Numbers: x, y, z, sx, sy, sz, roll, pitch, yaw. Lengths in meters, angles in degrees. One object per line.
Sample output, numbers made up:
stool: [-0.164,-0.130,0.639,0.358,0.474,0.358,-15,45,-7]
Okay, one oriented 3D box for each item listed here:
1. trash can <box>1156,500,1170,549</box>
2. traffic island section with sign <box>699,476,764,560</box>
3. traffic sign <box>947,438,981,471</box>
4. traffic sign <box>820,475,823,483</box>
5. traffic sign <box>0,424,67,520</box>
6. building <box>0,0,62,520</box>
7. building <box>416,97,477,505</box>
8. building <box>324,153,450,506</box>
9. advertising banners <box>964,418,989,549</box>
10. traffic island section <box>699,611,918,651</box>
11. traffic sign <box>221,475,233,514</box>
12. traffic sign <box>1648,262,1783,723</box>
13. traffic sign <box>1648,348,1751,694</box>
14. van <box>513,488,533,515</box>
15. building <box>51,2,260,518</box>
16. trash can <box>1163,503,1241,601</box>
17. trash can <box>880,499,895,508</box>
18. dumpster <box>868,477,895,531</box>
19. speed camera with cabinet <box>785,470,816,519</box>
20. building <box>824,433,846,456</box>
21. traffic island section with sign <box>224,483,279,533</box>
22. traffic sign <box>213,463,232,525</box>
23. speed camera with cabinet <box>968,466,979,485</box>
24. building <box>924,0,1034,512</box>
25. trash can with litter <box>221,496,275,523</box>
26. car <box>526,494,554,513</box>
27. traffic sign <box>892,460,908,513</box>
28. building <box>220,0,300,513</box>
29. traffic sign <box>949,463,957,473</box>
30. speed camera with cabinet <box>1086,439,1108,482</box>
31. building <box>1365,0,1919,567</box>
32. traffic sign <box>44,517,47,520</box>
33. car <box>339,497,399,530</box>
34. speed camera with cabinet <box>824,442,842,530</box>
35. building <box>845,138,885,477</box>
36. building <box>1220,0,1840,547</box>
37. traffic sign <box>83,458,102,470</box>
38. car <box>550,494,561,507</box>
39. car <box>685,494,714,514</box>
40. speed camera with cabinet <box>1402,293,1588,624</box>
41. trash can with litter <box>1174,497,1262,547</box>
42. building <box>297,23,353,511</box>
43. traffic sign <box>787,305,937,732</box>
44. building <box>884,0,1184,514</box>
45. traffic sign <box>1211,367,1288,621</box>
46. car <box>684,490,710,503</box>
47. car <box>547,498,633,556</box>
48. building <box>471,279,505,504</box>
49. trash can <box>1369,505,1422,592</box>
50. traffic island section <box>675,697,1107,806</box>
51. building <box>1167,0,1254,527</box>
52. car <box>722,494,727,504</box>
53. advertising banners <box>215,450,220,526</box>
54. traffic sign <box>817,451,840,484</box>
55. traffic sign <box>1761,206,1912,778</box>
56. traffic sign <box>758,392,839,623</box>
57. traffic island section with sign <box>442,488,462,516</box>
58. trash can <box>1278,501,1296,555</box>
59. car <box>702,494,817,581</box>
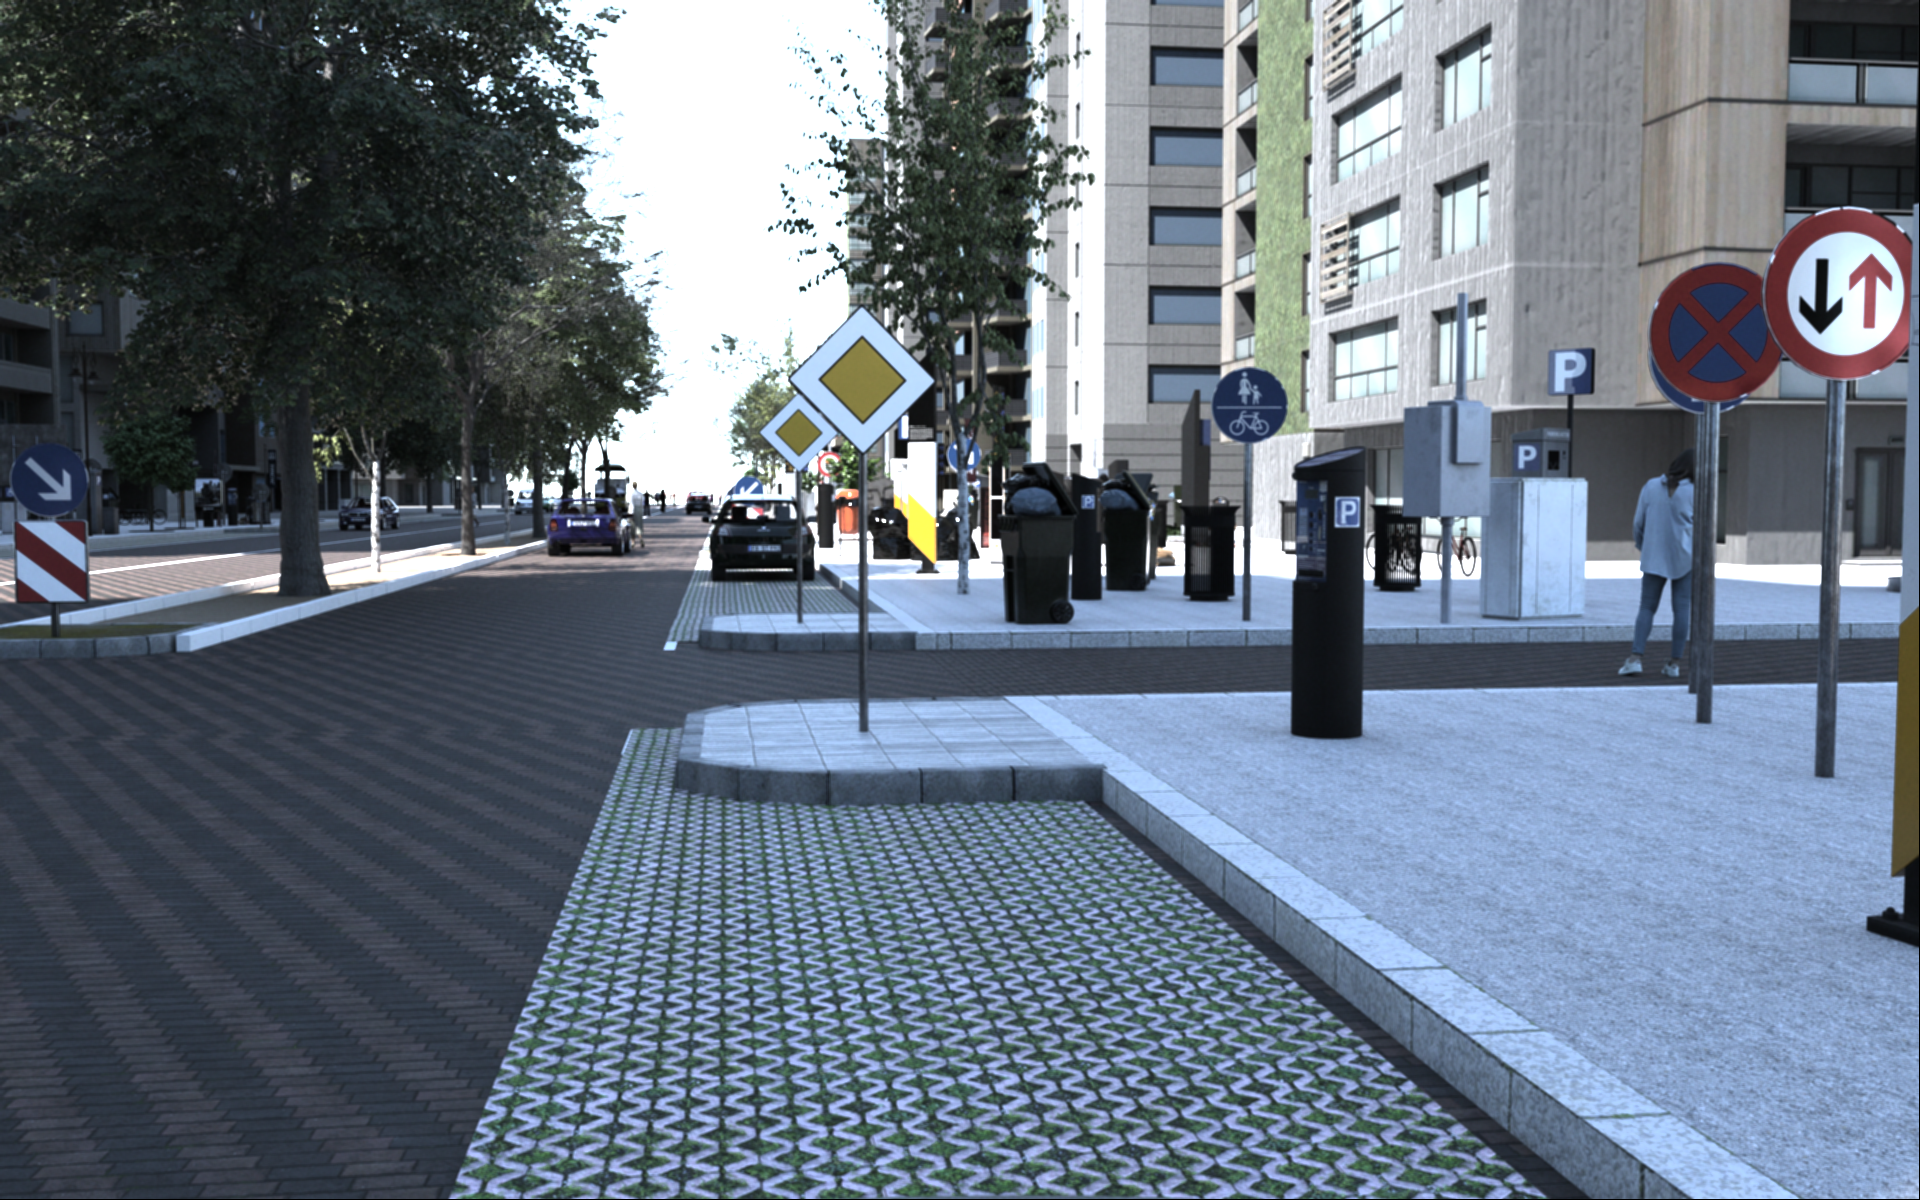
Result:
trash can: [4.412,-1.704,39.514,0.748,1.137,0.748,0,3,0]
traffic island section with sign: [-4.789,-1.821,38.405,1.989,1.847,2.006,0,4,-8]
traffic sign: [0.090,-2.391,39.206,0.768,2.556,0.104,0,4,-1]
traffic sign: [-7.099,-5.581,91.348,0.768,2.556,0.104,0,4,-1]
traffic sign: [-27.083,-3.448,50.242,2.265,3.308,0.079,0,4,-5]
building: [-51.903,-27.259,69.380,21.300,48.544,21.600,0,4,-8]
building: [-71.759,-35.972,207.753,23.786,49.044,30.456,0,4,-8]
building: [-63.621,-30.769,186.660,14.154,41.232,14.086,0,4,-8]
advertising banners: [0.628,-2.729,40.812,0.090,3.025,2.074,2,4,31]
traffic island section: [-1.576,0.306,17.285,2.009,0.180,2.903,0,4,-8]
traffic sign: [-30.540,-4.323,71.864,0.795,2.450,0.064,0,4,-5]
traffic sign: [4.176,-0.583,9.644,0.768,2.556,0.104,0,4,0]
traffic sign: [4.735,-0.671,11.076,0.768,2.556,0.104,0,4,-3]
van: [-30.554,-7.070,122.598,2.013,2.044,4.112,-1,4,-10]
building: [-58.039,-31.163,98.754,28.713,52.752,27.495,0,4,-8]
trash can: [3.007,-0.564,20.881,0.748,1.137,0.748,0,3,0]
trash can: [-2.191,-2.666,55.235,0.748,1.137,0.748,0,3,0]
dumpster: [-2.714,-3.232,58.601,1.264,1.857,1.865,0,4,-8]
speed camera with cabinet: [-8.010,-5.701,87.554,0.660,3.252,2.038,-2,4,-33]
building: [-4.405,-24.115,239.314,27.650,21.520,28.899,0,4,-8]
traffic island section with sign: [-26.038,-3.405,64.295,1.989,1.847,2.006,0,4,-8]
traffic sign: [-30.081,-4.316,70.677,0.768,2.556,0.104,0,4,-5]
speed camera with cabinet: [0.468,-4.656,70.466,0.660,3.252,2.038,0,4,2]
building: [9.237,-28.219,116.012,22.147,44.769,28.867,0,4,-8]
trash can with litter: [-32.034,-4.072,77.642,2.233,1.210,1.678,1,4,18]
car: [-32.847,-7.746,135.437,1.959,1.807,4.718,0,4,-7]
traffic sign: [-1.733,-3.007,51.298,0.606,2.300,0.079,0,3,0]
building: [-54.763,-28.765,120.423,14.600,45.320,14.200,0,4,-8]
traffic sign: [0.084,-2.769,45.386,0.768,2.556,0.104,0,4,2]
speed camera with cabinet: [4.459,-4.110,61.542,0.660,3.252,2.038,3,5,44]
building: [16.217,-21.509,35.261,14.086,41.232,14.154,0,4,-8]
traffic sign: [-27.477,-3.174,51.999,0.768,2.556,0.104,0,4,-1]
car: [-23.857,-3.509,69.957,1.945,1.354,3.894,0,4,-6]
speed camera with cabinet: [-4.248,-4.190,62.848,0.660,3.252,2.038,-2,4,-29]
building: [-6.416,-31.735,202.465,14.154,41.232,14.086,0,4,-8]
building: [15.159,-22.488,51.274,14.154,41.232,14.086,0,4,-8]
traffic sign: [-31.082,-3.783,61.955,0.768,2.556,0.104,0,4,-7]
car: [-40.969,-10.027,175.949,2.014,1.417,4.499,0,4,-7]
car: [-18.534,-6.929,123.079,2.009,1.686,4.222,0,4,-6]
speed camera with cabinet: [5.466,-1.425,17.635,2.038,3.252,0.660,-2,4,-28]
trash can with litter: [6.172,-1.907,42.237,1.678,1.210,2.233,-2,4,-34]
building: [-60.116,-42.703,136.441,20.563,71.187,20.611,0,4,-8]
traffic sign: [-0.523,-0.346,9.292,0.795,2.450,0.064,0,4,-8]
building: [4.253,-36.800,143.683,21.231,58.520,28.212,0,4,-8]
traffic sign: [2.906,-1.063,17.489,0.768,2.556,0.104,0,4,2]
car: [-23.323,-8.868,153.656,2.281,1.827,5.304,-1,4,-9]
car: [-8.820,-1.761,41.373,1.945,1.354,3.894,0,4,-7]
building: [-68.714,-33.473,230.871,14.154,41.232,14.086,0,4,-8]
trash can: [5.801,-0.691,22.951,0.748,1.137,0.748,0,3,0]
traffic island section: [-0.500,0.790,9.372,2.009,0.180,2.903,0,4,-8]
building: [13.996,-32.902,79.950,21.231,58.520,28.212,0,4,-8]
car: [-30.966,-13.619,232.266,1.945,1.707,3.694,-1,4,-9]
advertising banners: [-29.623,-4.456,69.049,0.090,3.025,2.074,-1,4,-20]
traffic sign: [-3.889,-3.165,51.851,0.768,2.556,0.104,0,4,-4]
traffic sign: [3.927,-0.470,7.789,0.768,2.556,0.104,0,4,-5]
traffic sign: [-1.598,-0.829,17.204,0.795,2.450,0.064,0,4,-8]
traffic island section with sign: [-32.633,-6.377,112.889,1.989,1.847,2.006,0,4,-8]
trash can: [7.103,-1.528,36.643,0.748,1.137,0.748,0,3,0]
car: [-3.441,-1.229,29.883,2.009,1.686,4.222,0,4,-8]
